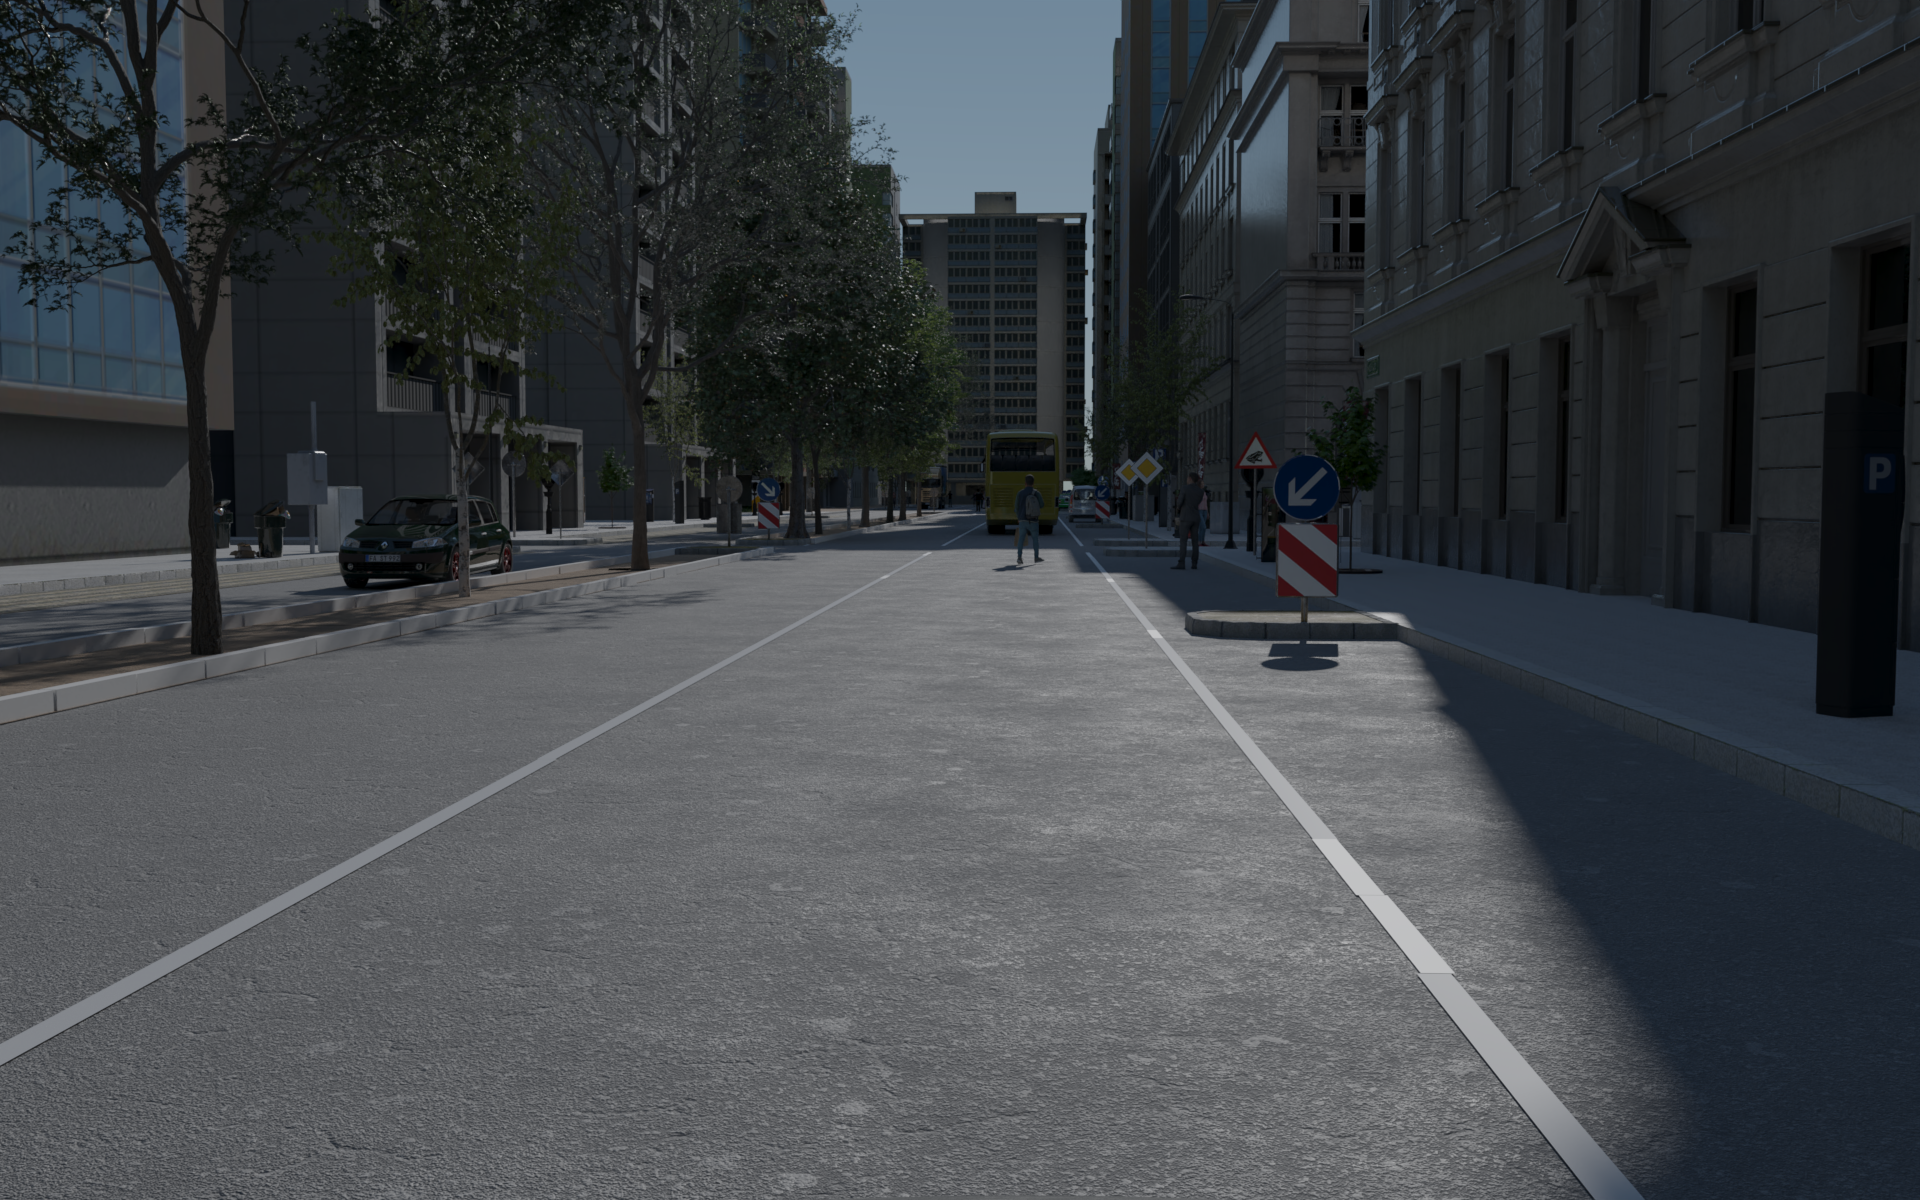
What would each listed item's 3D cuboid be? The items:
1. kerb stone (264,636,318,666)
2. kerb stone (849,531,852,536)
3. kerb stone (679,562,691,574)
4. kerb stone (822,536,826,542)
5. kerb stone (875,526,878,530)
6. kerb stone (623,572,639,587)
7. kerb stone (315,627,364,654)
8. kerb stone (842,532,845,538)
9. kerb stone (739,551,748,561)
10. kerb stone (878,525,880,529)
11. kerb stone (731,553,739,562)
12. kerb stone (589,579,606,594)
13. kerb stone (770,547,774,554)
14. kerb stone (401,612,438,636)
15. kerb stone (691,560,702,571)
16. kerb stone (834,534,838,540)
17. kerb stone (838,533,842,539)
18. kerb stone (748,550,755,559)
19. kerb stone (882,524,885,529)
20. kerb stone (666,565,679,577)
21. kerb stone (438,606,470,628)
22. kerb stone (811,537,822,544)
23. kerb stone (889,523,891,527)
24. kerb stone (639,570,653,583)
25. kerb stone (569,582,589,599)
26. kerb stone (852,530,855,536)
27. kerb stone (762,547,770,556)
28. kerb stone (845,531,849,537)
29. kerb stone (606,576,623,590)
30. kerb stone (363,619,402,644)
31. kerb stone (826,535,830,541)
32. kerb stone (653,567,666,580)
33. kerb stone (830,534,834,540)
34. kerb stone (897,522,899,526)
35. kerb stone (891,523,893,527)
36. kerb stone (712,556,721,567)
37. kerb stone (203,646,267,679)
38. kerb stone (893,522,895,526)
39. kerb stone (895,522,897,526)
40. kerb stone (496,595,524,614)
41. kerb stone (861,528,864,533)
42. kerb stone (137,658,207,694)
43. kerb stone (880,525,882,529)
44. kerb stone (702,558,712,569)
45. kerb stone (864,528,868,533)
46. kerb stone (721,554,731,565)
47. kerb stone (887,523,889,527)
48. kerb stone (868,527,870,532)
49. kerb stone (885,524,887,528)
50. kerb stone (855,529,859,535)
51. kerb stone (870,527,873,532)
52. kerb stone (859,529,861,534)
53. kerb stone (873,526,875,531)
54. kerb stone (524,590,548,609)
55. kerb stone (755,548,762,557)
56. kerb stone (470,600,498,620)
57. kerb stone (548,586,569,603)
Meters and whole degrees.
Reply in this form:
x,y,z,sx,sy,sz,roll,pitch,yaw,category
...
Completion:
x,y,z,sx,sy,sz,roll,pitch,yaw,category
-5.820,0.445,14.929,0.120,0.150,1.000,0,4,3,kerb stone
-3.842,-2.219,58.481,0.120,0.150,1.000,0,4,3,kerb stone
-5.070,-0.557,31.312,0.120,0.150,1.000,0,4,3,kerb stone
-4.169,-1.780,51.305,0.120,0.150,1.000,0,4,3,kerb stone
-3.414,-2.781,67.720,0.120,0.150,1.000,0,4,3,kerb stone
-5.252,-0.306,27.195,0.120,0.150,1.000,0,4,3,kerb stone
-5.773,0.382,15.956,0.120,0.150,1.000,0,4,3,kerb stone
-3.930,-2.085,56.434,0.120,0.150,1.000,0,4,3,kerb stone
-4.791,-0.934,37.460,0.120,0.150,1.000,0,4,3,kerb stone
-3.380,-2.847,68.741,0.120,0.150,1.000,0,4,3,kerb stone
-4.839,-0.869,36.435,0.120,0.150,1.000,0,4,3,kerb stone
-5.359,-0.176,25.151,0.120,0.150,1.000,0,4,3,kerb stone
-4.609,-1.184,41.553,0.120,0.150,1.000,0,4,3,kerb stone
-5.684,0.257,17.998,0.120,0.150,1.000,0,4,3,kerb stone
-5.028,-0.618,32.334,0.120,0.150,1.000,0,4,3,kerb stone
-4.026,-1.967,54.387,0.120,0.150,1.000,0,4,3,kerb stone
-3.980,-2.032,55.413,0.120,0.150,1.000,0,4,3,kerb stone
-4.753,-0.992,38.481,0.120,0.150,1.000,0,4,3,kerb stone
-3.277,-2.972,70.795,0.120,0.150,1.000,0,4,3,kerb stone
-5.116,-0.494,30.275,0.120,0.150,1.000,0,4,3,kerb stone
-5.637,0.200,19.022,0.120,0.150,1.000,0,4,3,kerb stone
-4.201,-1.717,50.282,0.120,0.150,1.000,0,4,3,kerb stone
-3.142,-3.160,73.868,0.120,0.150,1.000,0,4,3,kerb stone
-5.222,-0.368,28.224,0.120,0.150,1.000,0,4,3,kerb stone
-5.398,-0.118,24.127,0.120,0.150,1.000,0,4,3,kerb stone
-3.793,-2.282,59.508,0.120,0.150,1.000,0,4,3,kerb stone
-4.653,-1.121,40.532,0.120,0.150,1.000,0,4,3,kerb stone
-3.882,-2.154,57.455,0.120,0.150,1.000,0,4,3,kerb stone
-5.307,-0.243,26.171,0.120,0.150,1.000,0,4,3,kerb stone
-5.735,0.323,16.977,0.120,0.150,1.000,0,4,3,kerb stone
-4.120,-1.843,52.328,0.120,0.150,1.000,0,4,3,kerb stone
-5.172,-0.432,29.252,0.120,0.150,1.000,0,4,3,kerb stone
-4.074,-1.901,53.363,0.120,0.150,1.000,0,4,3,kerb stone
-2.948,-3.410,77.952,0.120,0.150,1.000,0,4,3,kerb stone
-3.099,-3.222,74.889,0.120,0.150,1.000,0,4,3,kerb stone
-4.943,-0.746,34.387,0.120,0.150,1.000,0,4,3,kerb stone
-5.868,0.508,13.908,0.120,0.150,1.000,0,4,3,kerb stone
-3.049,-3.283,75.910,0.120,0.150,1.000,0,4,3,kerb stone
-2.999,-3.348,76.931,0.120,0.150,1.000,0,4,3,kerb stone
-5.537,0.069,21.063,0.120,0.150,1.000,0,4,3,kerb stone
-3.656,-2.471,62.589,0.120,0.150,1.000,0,4,3,kerb stone
-5.919,0.572,12.887,0.120,0.150,1.000,0,4,3,kerb stone
-3.329,-2.910,69.767,0.120,0.150,1.000,0,4,3,kerb stone
-4.984,-0.683,33.360,0.120,0.150,1.000,0,4,3,kerb stone
-3.600,-2.534,63.625,0.120,0.150,1.000,0,4,3,kerb stone
-4.886,-0.808,35.409,0.120,0.150,1.000,0,4,3,kerb stone
-3.187,-3.090,72.844,0.120,0.150,1.000,0,4,3,kerb stone
-3.556,-2.596,64.647,0.120,0.150,1.000,0,4,3,kerb stone
-3.237,-3.032,71.823,0.120,0.150,1.000,0,4,3,kerb stone
-3.747,-2.342,60.534,0.120,0.150,1.000,0,4,3,kerb stone
-3.505,-2.659,65.670,0.120,0.150,1.000,0,4,3,kerb stone
-3.702,-2.407,61.555,0.120,0.150,1.000,0,4,3,kerb stone
-3.466,-2.722,66.693,0.120,0.150,1.000,0,4,3,kerb stone
-5.489,0.007,22.084,0.120,0.150,1.000,0,4,3,kerb stone
-4.706,-1.055,39.506,0.120,0.150,1.000,0,4,3,kerb stone
-5.594,0.138,20.043,0.120,0.150,1.000,0,4,3,kerb stone
-5.442,-0.056,23.105,0.120,0.150,1.000,0,4,3,kerb stone
